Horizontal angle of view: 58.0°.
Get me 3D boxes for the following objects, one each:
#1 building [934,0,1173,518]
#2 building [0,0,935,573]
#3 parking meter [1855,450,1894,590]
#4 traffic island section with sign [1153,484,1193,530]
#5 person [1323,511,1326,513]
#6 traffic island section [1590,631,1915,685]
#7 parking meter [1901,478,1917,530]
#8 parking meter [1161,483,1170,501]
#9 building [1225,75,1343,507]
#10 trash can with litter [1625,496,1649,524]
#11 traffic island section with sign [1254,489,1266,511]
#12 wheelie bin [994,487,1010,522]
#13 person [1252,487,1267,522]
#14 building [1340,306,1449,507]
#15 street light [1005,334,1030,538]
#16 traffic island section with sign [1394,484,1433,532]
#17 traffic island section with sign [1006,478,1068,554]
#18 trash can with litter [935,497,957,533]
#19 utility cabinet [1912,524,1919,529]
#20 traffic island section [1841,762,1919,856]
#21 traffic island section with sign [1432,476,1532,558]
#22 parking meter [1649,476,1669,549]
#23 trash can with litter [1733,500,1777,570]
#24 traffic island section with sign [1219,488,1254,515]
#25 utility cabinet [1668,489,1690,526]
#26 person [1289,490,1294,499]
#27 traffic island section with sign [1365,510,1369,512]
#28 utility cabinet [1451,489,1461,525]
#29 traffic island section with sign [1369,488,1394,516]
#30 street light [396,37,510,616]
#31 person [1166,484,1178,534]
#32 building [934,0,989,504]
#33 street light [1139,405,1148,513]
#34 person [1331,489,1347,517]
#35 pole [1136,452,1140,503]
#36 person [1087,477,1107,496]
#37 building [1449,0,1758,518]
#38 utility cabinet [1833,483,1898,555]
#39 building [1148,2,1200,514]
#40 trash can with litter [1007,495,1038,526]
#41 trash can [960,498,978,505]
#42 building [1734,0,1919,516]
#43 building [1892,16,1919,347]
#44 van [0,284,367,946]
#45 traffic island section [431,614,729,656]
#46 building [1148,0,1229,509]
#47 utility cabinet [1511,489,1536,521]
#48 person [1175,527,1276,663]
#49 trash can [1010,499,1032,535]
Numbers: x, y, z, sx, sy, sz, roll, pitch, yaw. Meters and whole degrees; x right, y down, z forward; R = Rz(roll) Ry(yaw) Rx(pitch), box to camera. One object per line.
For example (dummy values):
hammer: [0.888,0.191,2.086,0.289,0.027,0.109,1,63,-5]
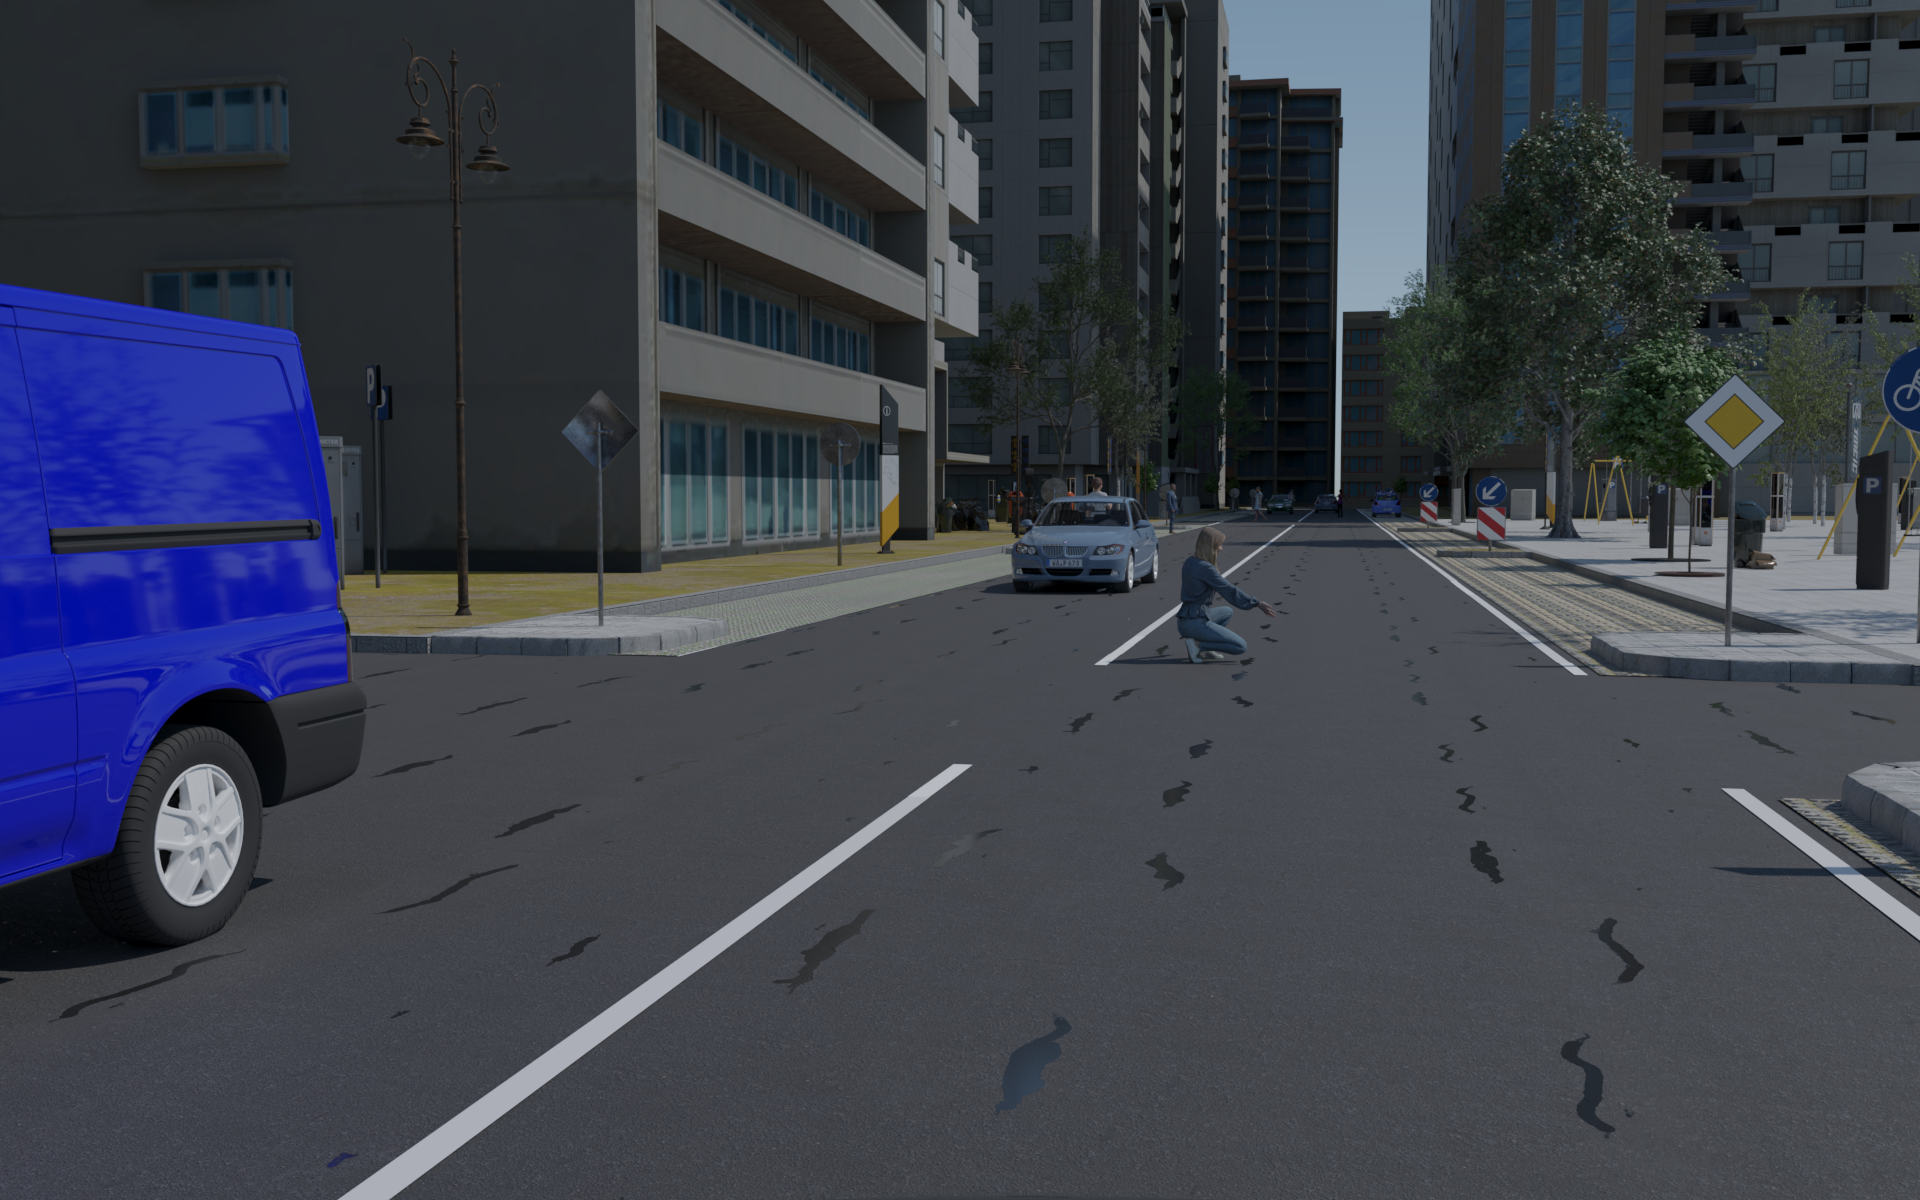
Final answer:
building: [4.375,-20.018,98.991,14.160,30.474,14.107,1,4,12]
building: [-13.346,-25.406,39.097,21.300,48.544,21.600,1,4,12]
parking meter: [12.277,-1.075,23.281,0.255,1.863,0.399,-3,5,-44]
traffic island section with sign: [8.388,-3.750,69.934,1.989,1.847,2.006,1,4,12]
person: [28.314,-7.513,134.563,0.599,1.433,0.991,3,4,39]
traffic island section: [6.504,0.468,14.632,2.009,0.180,2.903,1,4,12]
parking meter: [35.549,-3.613,64.784,0.399,1.863,0.255,1,4,18]
parking meter: [10.702,-5.176,90.335,0.399,1.863,0.255,3,4,38]
building: [25.830,-32.418,184.660,28.867,44.769,22.147,1,4,12]
trash can with litter: [29.885,-3.890,74.660,2.233,1.210,1.678,3,4,37]
traffic island section with sign: [24.247,-8.209,142.840,1.989,1.847,2.006,1,4,12]
wheelie bin: [1.960,-4.349,79.013,0.693,1.594,0.980,1,4,12]
person: [15.339,-4.900,88.710,0.778,1.811,0.616,1,4,16]
building: [54.768,-20.578,181.495,28.899,21.520,27.650,1,4,12]
street light: [1.667,-4.721,49.981,0.468,5.910,1.993,1,4,12]
traffic island section with sign: [17.649,-3.495,65.771,1.989,1.847,2.006,1,4,12]
traffic island section with sign: [2.247,-2.020,41.654,1.989,1.847,2.006,1,4,12]
trash can with litter: [-0.685,-2.788,56.971,1.055,1.170,0.624,-2,4,-34]
utility cabinet: [34.687,-3.258,61.952,1.173,1.500,0.318,2,4,26]
traffic island section: [4.807,0.945,6.829,2.009,0.180,2.903,1,4,12]
traffic island section with sign: [11.911,-1.884,39.431,1.989,1.847,2.006,1,4,12]
parking meter: [16.443,-2.144,40.772,0.399,1.863,0.255,0,4,3]
trash can with litter: [13.736,-1.128,29.825,0.624,1.170,1.055,0,4,-4]
traffic island section with sign: [18.516,-6.598,116.499,1.989,1.847,2.006,1,4,12]
utility cabinet: [28.477,-3.693,69.057,1.173,1.500,0.318,1,4,18]
person: [24.689,-7.330,129.007,0.551,1.740,0.621,3,5,41]
traffic island section with sign: [33.934,-8.079,140.726,1.989,1.847,2.006,1,4,12]
utility cabinet: [20.307,-3.807,70.931,0.318,1.500,1.173,1,4,12]
traffic island section with sign: [28.145,-6.449,114.069,1.989,1.847,2.006,1,4,12]
street light: [-5.254,-2.774,18.149,0.468,5.910,1.993,1,4,12]
person: [7.620,-3.278,62.271,0.419,1.800,0.721,1,4,17]
building: [-14.511,-29.555,72.464,28.713,52.752,27.495,1,4,12]
street light: [8.732,-6.666,81.782,0.468,5.910,1.993,1,4,12]
person: [23.354,-5.958,106.604,1.217,1.739,0.721,-2,4,-29]
pole: [8.571,-5.480,83.436,0.158,3.312,0.155,0,3,0]
person: [2.726,-1.510,33.751,0.480,1.755,0.524,1,4,16]
building: [35.686,-27.384,97.845,14.600,45.320,14.200,1,4,12]
utility cabinet: [18.937,-1.685,36.235,1.173,1.500,0.318,0,4,-3]
building: [-0.069,-26.130,119.114,32.217,40.220,23.993,1,4,12]
trash can with litter: [2.663,-3.544,69.003,1.678,1.210,2.233,-2,4,-26]
trash can: [0.356,-3.371,66.763,0.748,1.137,0.748,0,3,0]
building: [46.761,-32.249,116.512,28.713,52.752,27.495,1,4,12]
building: [79.224,-28.198,144.627,14.086,41.232,14.154,1,4,12]
van: [-3.647,0.018,4.086,2.240,2.365,5.245,1,4,11]
traffic island section: [-3.503,0.335,16.805,2.009,0.180,2.903,1,4,12]
building: [12.827,-32.569,156.199,21.600,48.544,21.300,1,4,12]
utility cabinet: [26.898,-4.530,82.746,0.318,1.500,1.173,-3,4,-37]
person: [2.195,-0.059,14.970,0.738,1.151,1.012,-1,4,-12]
trash can: [1.921,-2.613,54.379,0.748,1.137,0.748,0,3,0]
